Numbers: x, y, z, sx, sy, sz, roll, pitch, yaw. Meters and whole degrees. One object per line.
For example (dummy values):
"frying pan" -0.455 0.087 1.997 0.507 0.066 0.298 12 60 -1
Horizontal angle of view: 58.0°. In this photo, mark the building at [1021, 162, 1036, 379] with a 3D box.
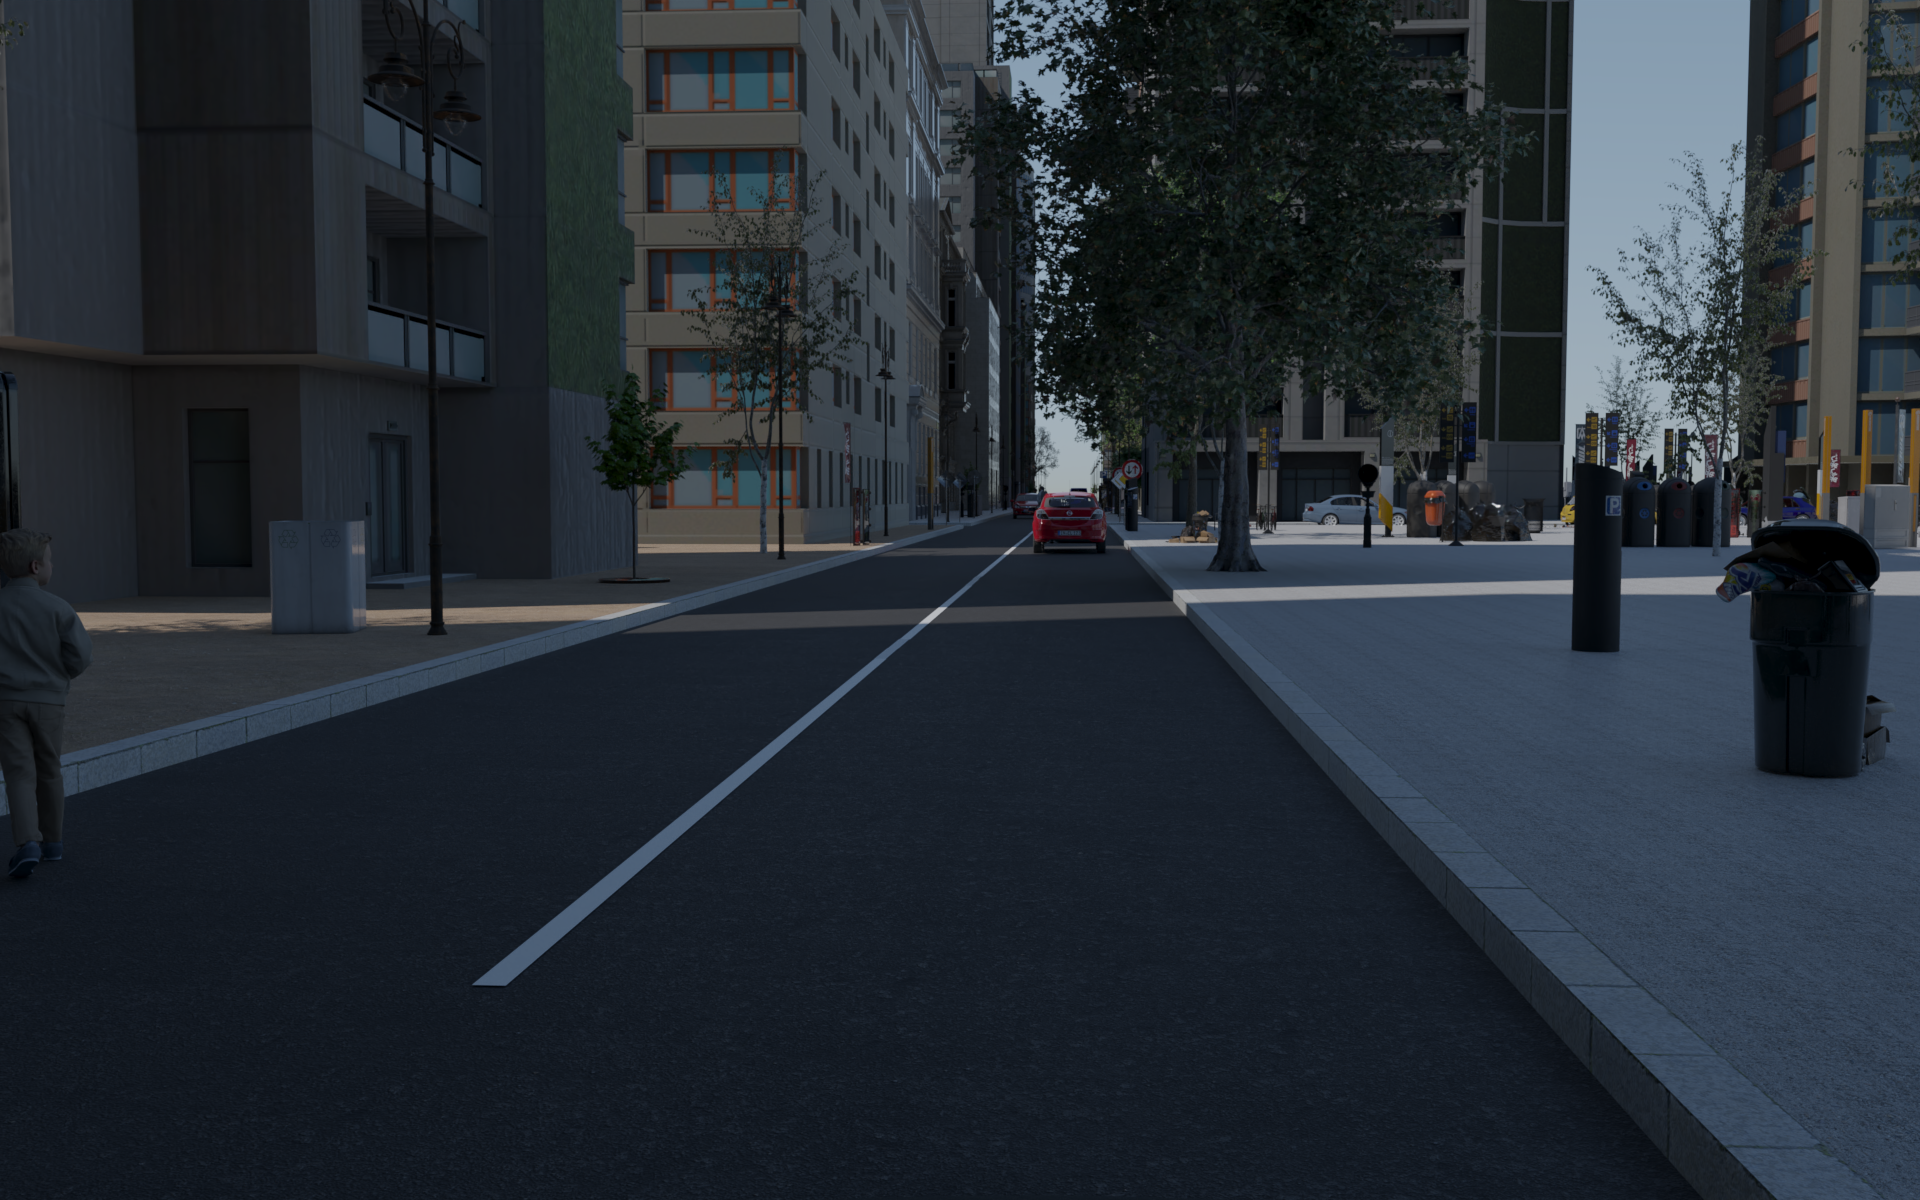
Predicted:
"building" 2.022 -46.126 296.152 21.231 58.520 28.212 0 4 4

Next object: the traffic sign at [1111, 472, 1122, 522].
"traffic sign" 7.218 -4.566 78.299 0.795 2.450 0.064 0 4 4

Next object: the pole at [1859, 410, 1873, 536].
"pole" 22.035 -2.953 42.132 0.158 3.312 0.155 0 3 0

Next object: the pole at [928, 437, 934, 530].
"pole" -1.054 -4.179 62.174 0.158 3.312 0.155 0 3 0

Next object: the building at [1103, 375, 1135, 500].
"building" 27.525 -34.526 248.090 14.154 41.232 14.086 0 4 4

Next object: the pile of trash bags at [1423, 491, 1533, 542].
"pile of trash bags" 13.847 -2.279 47.021 3.447 1.369 1.912 -2 4 -35

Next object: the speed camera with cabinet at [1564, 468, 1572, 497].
"speed camera with cabinet" 45.317 -8.191 128.259 0.660 3.252 2.038 0 4 1

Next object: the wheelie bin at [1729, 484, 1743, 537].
"wheelie bin" 23.095 -2.697 52.011 0.693 1.594 0.980 1 4 16

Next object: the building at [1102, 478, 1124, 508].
"building" 31.957 -30.473 190.108 32.217 40.220 23.993 0 4 4

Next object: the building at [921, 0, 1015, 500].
"building" -4.745 -45.212 177.470 20.563 71.187 20.611 0 4 4

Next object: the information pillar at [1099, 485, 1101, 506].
"information pillar" 11.770 -8.566 144.551 0.304 2.012 0.304 -1 4 -12

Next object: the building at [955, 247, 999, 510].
"building" -2.349 -17.623 142.888 10.420 20.320 16.860 0 4 4

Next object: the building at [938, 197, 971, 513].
"building" -6.594 -18.236 117.241 14.460 24.649 34.723 0 4 4

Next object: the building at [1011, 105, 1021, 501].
"building" -0.304 -33.349 195.371 14.600 45.320 14.200 0 4 4

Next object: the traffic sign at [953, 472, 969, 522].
"traffic sign" -0.008 -4.597 78.810 0.795 2.450 0.064 0 4 4

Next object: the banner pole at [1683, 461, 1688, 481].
"banner pole" 47.898 -7.608 114.403 0.401 3.779 0.863 3 5 41

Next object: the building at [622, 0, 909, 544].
"building" -17.464 -13.037 58.194 28.899 21.520 27.650 0 4 4

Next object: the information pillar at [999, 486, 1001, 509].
"information pillar" 3.385 -9.051 152.482 0.304 2.012 0.304 3 5 44

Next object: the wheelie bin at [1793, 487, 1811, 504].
"wheelie bin" 37.059 -4.183 76.303 0.693 1.594 0.980 1 4 20

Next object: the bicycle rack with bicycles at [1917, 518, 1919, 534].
"bicycle rack with bicycles" 30.115 -2.586 55.669 2.925 0.926 2.852 1 4 15

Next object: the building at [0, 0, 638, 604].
"building" -13.266 -20.796 23.613 14.154 41.232 14.086 0 4 4

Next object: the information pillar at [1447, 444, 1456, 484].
"information pillar" 21.938 -5.241 77.042 0.504 3.616 0.183 0 4 -2

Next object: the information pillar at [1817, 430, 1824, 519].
"information pillar" 29.658 -4.171 59.551 0.504 3.616 0.183 -3 4 -36

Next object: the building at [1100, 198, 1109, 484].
"building" 37.859 -43.290 297.033 28.713 52.752 27.495 0 4 4

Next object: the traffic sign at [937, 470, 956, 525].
"traffic sign" -0.552 -4.110 70.844 0.795 2.450 0.064 0 4 4

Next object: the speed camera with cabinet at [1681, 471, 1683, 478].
"speed camera with cabinet" 49.898 -7.673 119.787 0.660 3.252 2.038 3 4 38

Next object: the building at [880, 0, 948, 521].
"building" -7.983 -18.586 89.780 13.634 28.700 20.117 0 4 4

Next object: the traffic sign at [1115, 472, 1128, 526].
"traffic sign" 6.674 -4.079 70.332 0.795 2.450 0.064 0 4 4

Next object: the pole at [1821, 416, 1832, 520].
"pole" 22.698 -3.152 45.386 0.158 3.312 0.155 0 3 0

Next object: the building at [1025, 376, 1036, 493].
"building" -2.459 -25.892 268.367 27.650 21.520 28.899 0 4 4

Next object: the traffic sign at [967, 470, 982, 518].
"traffic sign" 0.753 -5.584 91.411 0.768 2.556 0.104 1 4 9

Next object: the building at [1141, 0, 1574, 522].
"building" 19.836 -39.629 86.189 20.611 71.187 20.563 0 4 4

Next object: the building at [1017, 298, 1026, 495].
"building" 2.119 -29.026 246.270 14.160 30.474 14.107 0 4 4

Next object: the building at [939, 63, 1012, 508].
"building" -2.498 -29.190 160.857 14.154 41.232 14.086 0 4 4

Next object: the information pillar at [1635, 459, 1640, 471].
"information pillar" 45.339 -7.635 116.187 0.504 3.616 0.183 2 4 28

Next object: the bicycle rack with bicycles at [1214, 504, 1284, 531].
"bicycle rack with bicycles" 10.311 -2.950 61.611 2.852 0.926 2.925 2 4 23

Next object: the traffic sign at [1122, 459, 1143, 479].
"traffic sign" 6.307 -3.880 63.536 0.768 2.556 0.104 0 4 4

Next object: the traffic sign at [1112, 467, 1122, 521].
"traffic sign" 7.546 -4.985 81.617 0.768 2.556 0.104 1 4 13

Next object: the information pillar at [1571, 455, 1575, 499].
"information pillar" 36.972 -6.891 104.014 0.504 3.616 0.183 2 4 32

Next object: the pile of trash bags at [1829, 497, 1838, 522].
"pile of trash bags" 33.076 -3.260 63.048 1.912 1.369 3.447 -1 4 -23

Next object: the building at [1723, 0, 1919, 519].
"building" 54.237 -26.408 86.397 28.867 44.769 22.147 0 4 4

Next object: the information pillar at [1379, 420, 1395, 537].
"information pillar" 12.633 -3.664 51.269 0.504 3.616 0.183 -2 4 -27

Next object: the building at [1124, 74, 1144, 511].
"building" 23.762 -29.485 136.706 22.147 44.769 28.867 0 4 4

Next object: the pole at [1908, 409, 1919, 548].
"pole" 22.833 -2.911 41.444 0.158 3.312 0.155 0 3 0
